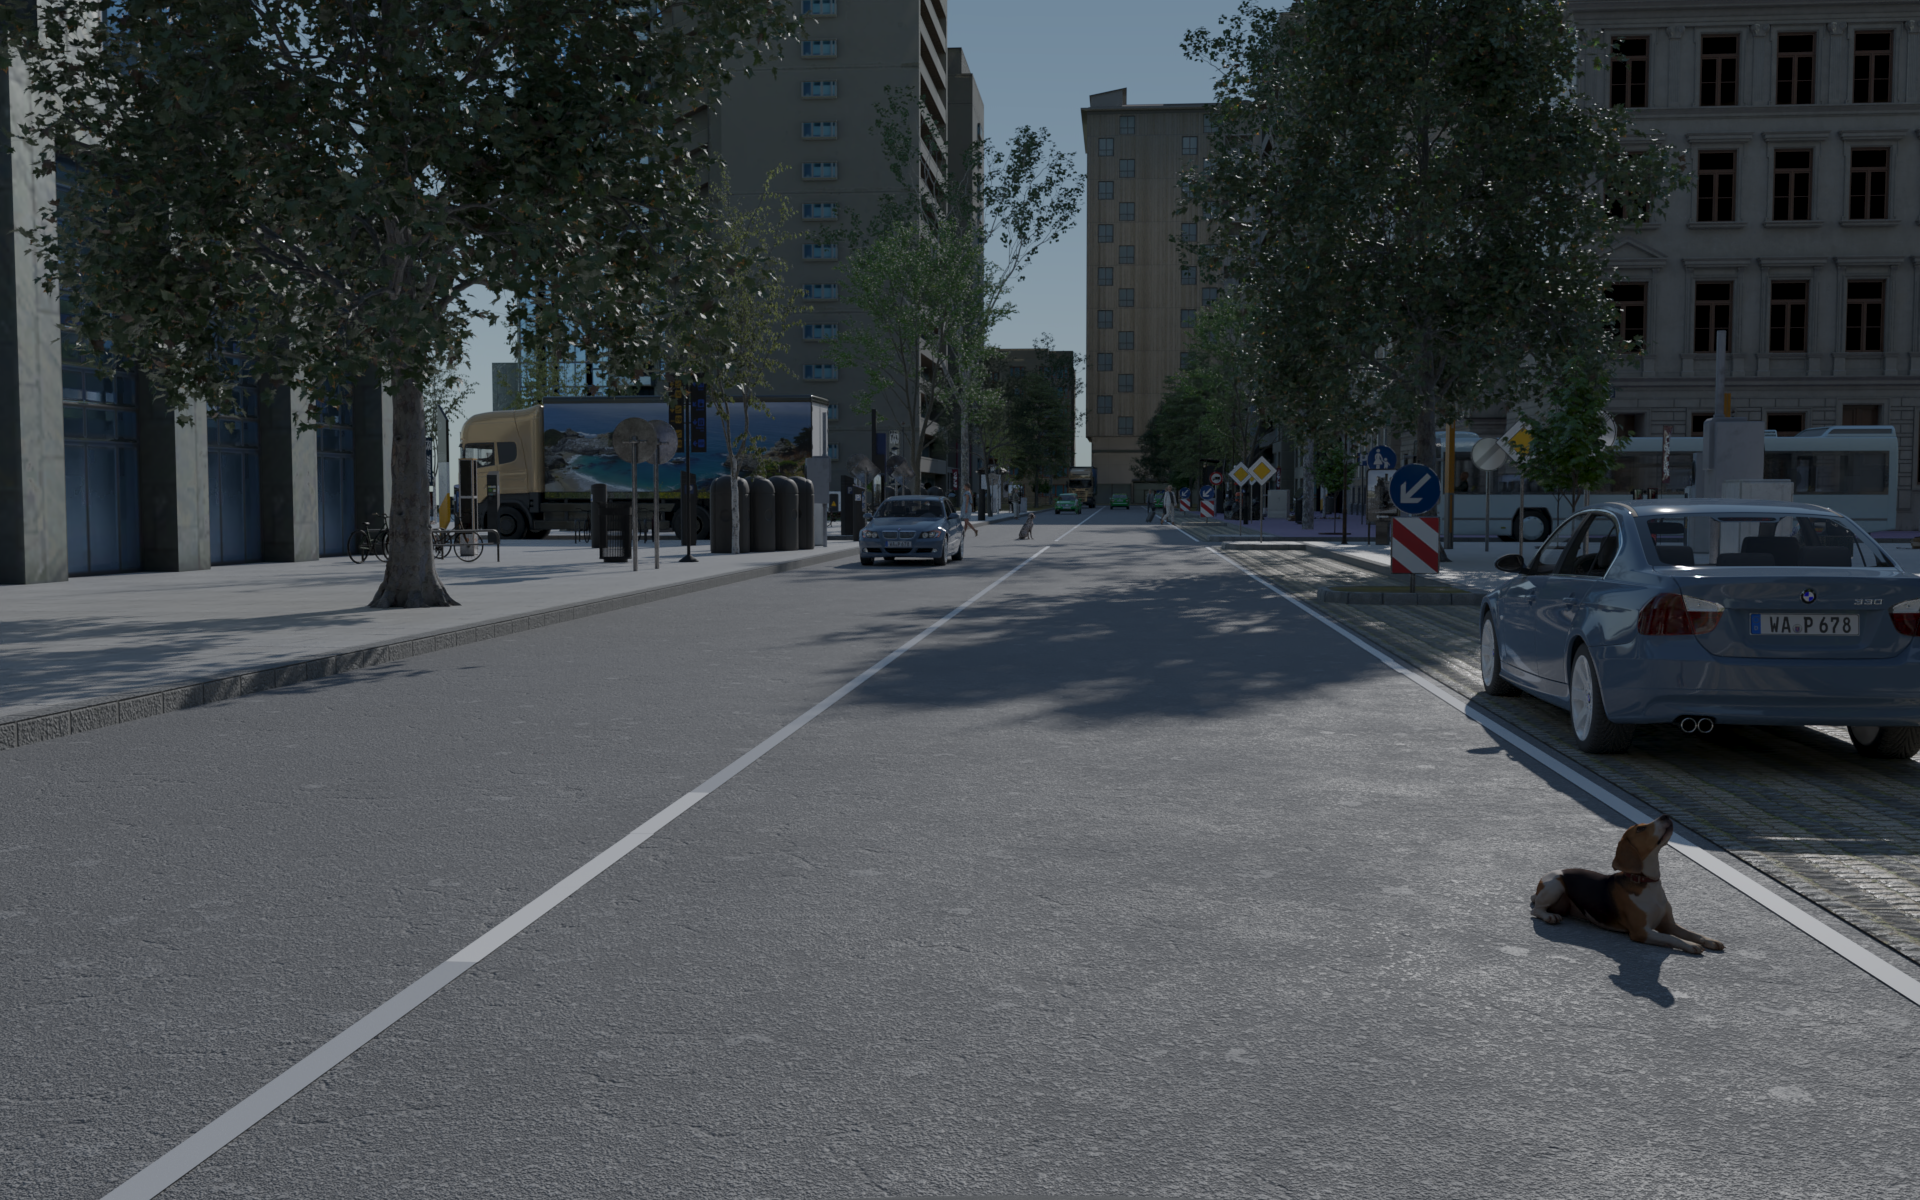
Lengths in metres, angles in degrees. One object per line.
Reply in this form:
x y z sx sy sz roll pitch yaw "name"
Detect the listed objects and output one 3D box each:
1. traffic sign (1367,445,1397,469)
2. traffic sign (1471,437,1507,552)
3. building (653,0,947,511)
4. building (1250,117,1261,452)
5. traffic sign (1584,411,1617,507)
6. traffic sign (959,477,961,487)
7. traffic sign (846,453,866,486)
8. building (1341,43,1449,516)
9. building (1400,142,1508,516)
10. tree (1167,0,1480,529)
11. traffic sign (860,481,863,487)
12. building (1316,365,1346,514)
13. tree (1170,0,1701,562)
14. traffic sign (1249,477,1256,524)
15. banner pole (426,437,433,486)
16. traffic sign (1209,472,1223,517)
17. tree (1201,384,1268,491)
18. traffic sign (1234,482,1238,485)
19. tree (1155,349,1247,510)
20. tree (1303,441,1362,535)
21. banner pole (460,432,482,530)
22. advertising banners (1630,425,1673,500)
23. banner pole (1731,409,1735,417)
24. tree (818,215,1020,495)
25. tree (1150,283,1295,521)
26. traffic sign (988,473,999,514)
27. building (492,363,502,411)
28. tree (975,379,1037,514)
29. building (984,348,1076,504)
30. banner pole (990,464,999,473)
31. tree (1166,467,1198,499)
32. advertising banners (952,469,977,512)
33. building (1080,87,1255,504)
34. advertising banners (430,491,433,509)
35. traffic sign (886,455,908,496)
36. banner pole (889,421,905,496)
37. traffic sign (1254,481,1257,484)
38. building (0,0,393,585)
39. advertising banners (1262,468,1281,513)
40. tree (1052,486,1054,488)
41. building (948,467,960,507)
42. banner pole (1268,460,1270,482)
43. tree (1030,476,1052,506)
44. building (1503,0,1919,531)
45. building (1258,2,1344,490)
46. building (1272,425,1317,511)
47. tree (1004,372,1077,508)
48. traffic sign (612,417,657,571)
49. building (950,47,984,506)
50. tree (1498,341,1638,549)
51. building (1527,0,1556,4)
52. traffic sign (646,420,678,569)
11.012 -2.764 45.293 0.768 2.556 0.104 1 4 8 "traffic sign"
11.768 -2.355 38.603 0.768 2.556 0.104 1 4 10 "traffic sign"
-12.676 -31.630 140.846 21.300 48.544 21.600 0 4 5 "building"
38.898 -32.816 186.651 14.600 45.320 14.200 0 4 5 "building"
9.093 -1.530 25.118 0.768 2.556 0.104 1 4 10 "traffic sign"
0.244 -6.333 105.672 0.606 2.300 0.079 0 4 6 "traffic sign"
-3.201 -3.316 54.318 0.768 2.556 0.104 1 4 13 "traffic sign"
29.870 -19.226 100.256 13.634 28.700 20.117 0 4 5 "building"
26.651 -13.200 80.446 10.561 19.102 19.286 0 4 5 "building"
13.756 -12.698 63.495 12.611 20.169 13.585 0 3 0 "tree"
-3.411 -3.658 59.907 0.768 2.556 0.104 1 4 14 "traffic sign"
31.629 -17.666 118.509 12.332 23.373 15.834 0 4 5 "building"
8.861 -7.083 32.811 9.611 12.733 9.660 0 3 0 "tree"
12.639 -4.518 75.056 0.795 2.450 0.064 1 4 14 "traffic sign"
-20.629 -4.704 66.934 0.401 3.779 0.863 1 4 22 "banner pole"
14.596 -6.030 98.690 0.768 2.556 0.104 0 4 7 "traffic sign"
17.160 -9.759 109.918 4.737 8.622 4.395 0 3 0 "tree"
16.179 -6.082 99.452 0.884 2.594 0.081 1 4 12 "traffic sign"
18.946 -13.313 135.797 7.486 12.596 7.792 0 3 0 "tree"
11.957 -3.678 54.729 1.663 3.219 1.824 0 3 0 "tree"
-17.292 -4.366 61.394 0.863 3.779 0.401 -1 4 -12 "banner pole"
17.378 -2.893 43.482 2.074 3.025 0.090 -3 5 -42 "advertising banners"
22.537 -3.738 51.133 0.863 3.779 0.401 0 4 1 "banner pole"
-1.623 -8.529 65.206 9.928 11.665 9.643 0 3 0 "tree"
14.002 -9.677 83.977 9.928 11.665 9.643 0 3 0 "tree"
1.942 -6.338 103.738 0.768 2.556 0.104 1 4 13 "traffic sign"
-34.932 -53.555 188.302 31.000 86.520 22.319 0 4 5 "building"
2.530 -9.739 109.600 4.737 8.622 4.395 0 3 0 "tree"
0.912 -23.892 235.666 28.899 21.520 27.650 0 4 5 "building"
2.612 -8.446 128.114 0.863 3.779 0.401 1 4 21 "banner pole"
21.813 -11.303 168.517 4.285 4.588 4.351 0 3 0 "tree"
0.301 -7.643 121.148 2.074 3.025 0.090 -2 4 -32 "advertising banners"
30.196 -39.345 232.526 27.495 52.752 28.713 0 4 5 "building"
-30.824 -6.392 100.691 2.074 3.025 0.090 -1 4 -17 "advertising banners"
-2.086 -3.462 56.712 0.768 2.556 0.104 1 4 13 "traffic sign"
-2.127 -4.249 59.484 0.863 3.779 0.401 -3 5 -40 "banner pole"
13.214 -4.729 78.498 0.795 2.450 0.064 1 4 12 "traffic sign"
-28.466 -43.574 25.110 31.000 86.520 22.319 0 4 5 "building"
20.756 -7.295 115.458 0.090 3.025 2.074 -2 4 -27 "advertising banners"
9.523 -12.134 192.985 1.663 3.219 1.824 0 3 0 "tree"
-10.596 -44.212 161.118 20.563 71.187 20.611 0 4 5 "building"
22.511 -8.320 126.050 0.401 3.779 0.863 1 4 15 "banner pole"
7.740 -10.718 169.846 1.663 3.219 1.824 0 3 0 "tree"
31.564 -13.948 64.201 21.152 22.565 11.583 0 4 5 "building"
40.675 -33.295 168.077 21.300 48.544 21.600 0 4 5 "building"
41.224 -18.257 143.538 27.650 21.520 28.899 0 4 5 "building"
7.404 -14.851 160.935 7.486 12.596 7.792 0 3 0 "tree"
-5.391 -1.748 28.694 0.768 2.556 0.104 0 4 6 "traffic sign"
-8.736 -34.438 186.766 21.600 48.544 21.300 0 4 5 "building"
7.899 -1.675 21.982 1.663 3.219 1.824 0 3 0 "tree"
82.039 -47.947 222.180 20.611 71.187 20.563 0 4 5 "building"
-5.198 -1.806 29.636 0.768 2.556 0.104 1 4 10 "traffic sign"
